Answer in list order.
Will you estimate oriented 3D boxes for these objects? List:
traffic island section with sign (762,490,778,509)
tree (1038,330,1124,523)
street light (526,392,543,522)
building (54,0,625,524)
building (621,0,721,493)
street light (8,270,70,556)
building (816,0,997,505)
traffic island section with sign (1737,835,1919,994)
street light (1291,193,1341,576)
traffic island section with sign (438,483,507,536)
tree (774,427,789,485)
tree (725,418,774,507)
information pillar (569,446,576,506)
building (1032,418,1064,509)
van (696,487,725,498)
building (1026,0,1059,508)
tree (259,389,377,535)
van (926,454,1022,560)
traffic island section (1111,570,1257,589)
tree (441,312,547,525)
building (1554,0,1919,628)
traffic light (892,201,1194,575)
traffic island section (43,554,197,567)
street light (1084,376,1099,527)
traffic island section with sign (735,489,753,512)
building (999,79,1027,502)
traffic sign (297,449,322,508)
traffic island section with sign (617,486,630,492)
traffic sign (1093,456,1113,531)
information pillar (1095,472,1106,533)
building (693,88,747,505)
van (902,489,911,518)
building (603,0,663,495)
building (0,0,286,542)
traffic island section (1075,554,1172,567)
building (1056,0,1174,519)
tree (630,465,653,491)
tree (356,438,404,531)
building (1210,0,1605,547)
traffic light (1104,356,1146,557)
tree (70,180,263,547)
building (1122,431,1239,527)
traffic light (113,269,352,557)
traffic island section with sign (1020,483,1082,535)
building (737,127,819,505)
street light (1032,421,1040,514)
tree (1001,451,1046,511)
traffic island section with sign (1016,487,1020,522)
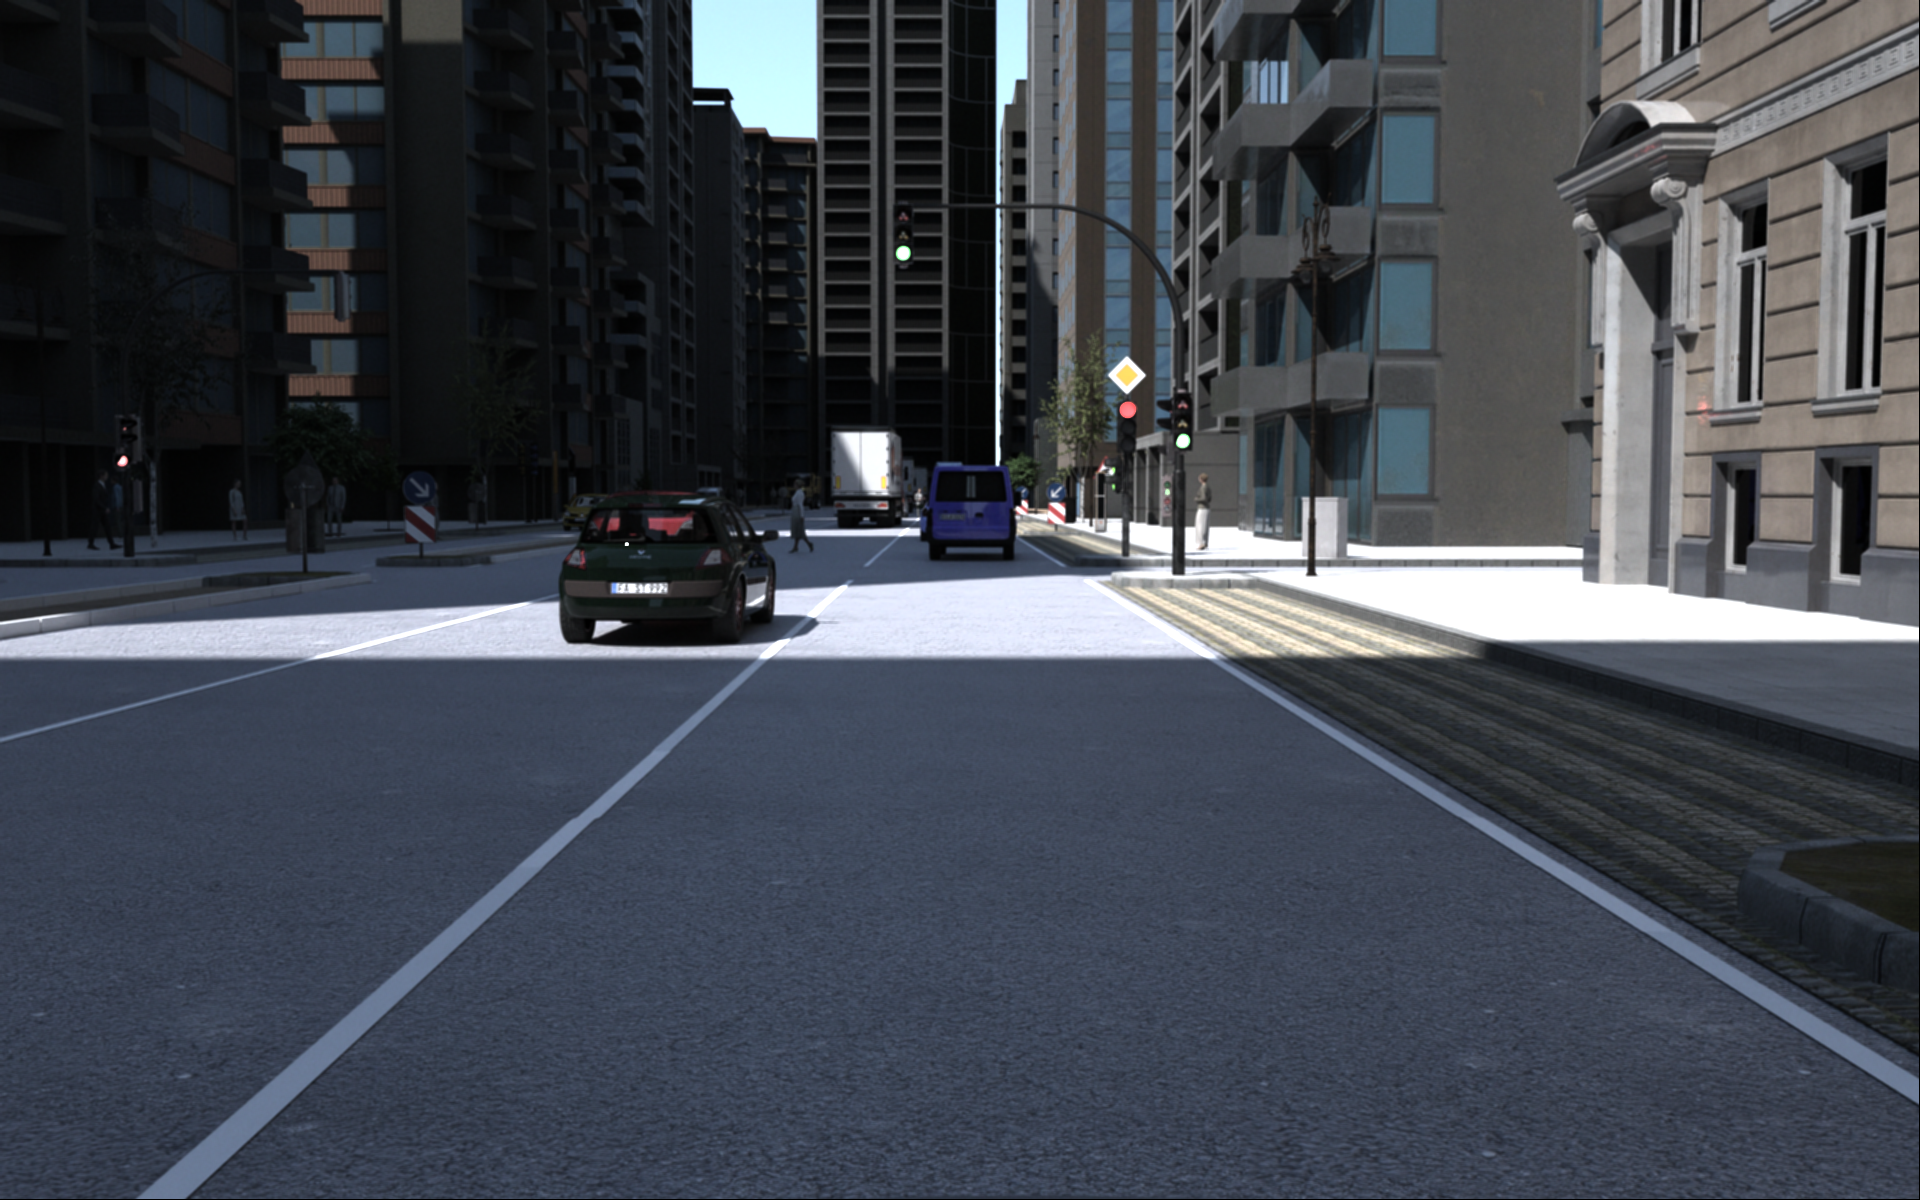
[{"bbox_3d":[-17.636,-9.501,163.975,1.989,1.847,2.006,0,4,0],"label":"traffic island section with sign"},{"bbox_3d":[5.468,-7.767,77.349,4.737,8.622,4.395,0,3,0],"label":"tree"},{"bbox_3d":[-19.237,-6.460,78.405,0.468,5.910,1.993,0,4,0],"label":"street light"},{"bbox_3d":[-30.657,-26.894,94.347,22.147,44.769,28.867,0,4,0],"label":"building"},{"bbox_3d":[-31.856,-43.562,150.497,20.563,71.187,20.611,0,4,0],"label":"building"},{"bbox_3d":[-18.987,-3.857,35.855,0.468,5.910,1.993,0,4,0],"label":"street light"},{"bbox_3d":[-5.979,-46.880,204.744,20.611,71.187,20.563,0,4,0],"label":"building"},{"bbox_3d":[3.652,0.195,5.443,1.989,1.847,2.006,0,4,0],"label":"traffic island section with sign"},{"bbox_3d":[5.508,-3.314,26.971,0.468,5.910,1.993,0,4,0],"label":"street light"},{"bbox_3d":[-16.803,-3.136,59.900,1.989,1.847,2.006,0,4,0],"label":"traffic island section with sign"},{"bbox_3d":[-20.393,-14.531,187.938,4.360,8.622,3.978,0,3,0],"label":"tree"},{"bbox_3d":[-20.656,-13.317,168.097,4.360,8.622,3.978,0,3,0],"label":"tree"},{"bbox_3d":[-18.973,-5.712,84.741,0.504,3.616,0.183,3,5,45],"label":"information pillar"},{"bbox_3d":[17.776,-50.557,139.281,22.319,86.520,31.000,0,4,0],"label":"building"},{"bbox_3d":[-14.670,-5.745,100.946,2.013,2.044,4.112,0,3,0],"label":"van"},{"bbox_3d":[16.989,-38.390,169.681,21.231,58.520,28.212,0,4,0],"label":"building"},{"bbox_3d":[-20.134,-4.319,54.324,4.285,4.588,4.351,0,3,0],"label":"tree"},{"bbox_3d":[0.300,-2.139,39.357,2.240,2.365,5.245,0,4,1],"label":"van"},{"bbox_3d":[3.472,-0.315,27.433,2.009,0.180,2.903,0,4,0],"label":"traffic island section"},{"bbox_3d":[-19.376,-7.383,71.070,4.737,8.622,4.395,0,3,0],"label":"tree"},{"bbox_3d":[15.437,-14.007,14.912,13.634,28.700,20.117,0,4,0],"label":"building"},{"bbox_3d":[1.341,-3.211,27.161,4.771,5.953,1.251,0,4,0],"label":"traffic light"},{"bbox_3d":[-16.932,-0.794,35.262,2.009,0.180,2.903,0,4,0],"label":"traffic island section"},{"bbox_3d":[5.157,-5.820,67.947,0.468,5.910,1.993,0,4,0],"label":"street light"},{"bbox_3d":[-17.420,-7.853,137.020,1.989,1.847,2.006,0,4,0],"label":"traffic island section with sign"},{"bbox_3d":[15.433,-35.639,206.393,21.600,48.544,21.300,0,4,0],"label":"building"},{"bbox_3d":[-18.883,-3.064,50.104,0.884,2.594,0.081,0,4,2],"label":"traffic sign"},{"bbox_3d":[-17.018,-4.821,87.451,1.989,1.847,2.006,0,4,0],"label":"traffic island section with sign"},{"bbox_3d":[4.998,-3.628,59.327,0.884,2.594,0.081,0,4,4],"label":"traffic sign"},{"bbox_3d":[4.682,-3.265,57.883,0.304,2.012,0.304,0,4,-8],"label":"information pillar"},{"bbox_3d":[-29.288,-30.178,177.002,14.086,41.232,14.154,0,4,0],"label":"building"},{"bbox_3d":[-4.022,-5.996,105.049,2.013,2.044,4.112,0,4,1],"label":"van"},{"bbox_3d":[-33.458,-49.638,124.259,22.319,86.520,31.000,0,4,0],"label":"building"},{"bbox_3d":[-34.731,-24.520,55.519,22.147,44.769,28.867,0,4,0],"label":"building"},{"bbox_3d":[3.409,-0.803,35.418,2.009,0.180,2.903,0,4,0],"label":"traffic island section"},{"bbox_3d":[12.808,-27.252,95.676,14.600,45.320,14.200,0,4,0],"label":"building"},{"bbox_3d":[-20.736,-7.346,114.715,1.663,3.219,1.824,0,3,0],"label":"tree"},{"bbox_3d":[-19.858,-4.019,60.309,1.663,3.219,1.824,0,3,0],"label":"tree"},{"bbox_3d":[22.688,-26.333,50.157,30.456,49.044,23.786,0,4,0],"label":"building"},{"bbox_3d":[3.369,-2.837,35.303,0.839,4.253,0.868,0,4,0],"label":"traffic light"},{"bbox_3d":[-19.295,-5.583,41.644,4.360,8.622,3.978,0,3,0],"label":"tree"},{"bbox_3d":[17.997,-38.613,69.569,20.563,71.187,20.611,0,4,0],"label":"building"},{"bbox_3d":[-14.801,-3.701,35.179,4.771,5.953,1.251,0,4,0],"label":"traffic light"},{"bbox_3d":[3.215,-3.173,60.510,1.989,1.847,2.006,0,4,0],"label":"traffic island section with sign"},{"bbox_3d":[-30.974,-33.730,206.107,28.867,44.769,22.147,0,4,0],"label":"building"},{"bbox_3d":[4.822,-8.377,109.759,0.468,5.910,1.993,0,4,0],"label":"street light"},{"bbox_3d":[4.877,-9.091,132.357,4.285,4.588,4.351,0,3,0],"label":"tree"},{"bbox_3d":[3.000,-4.852,87.959,1.989,1.847,2.006,0,4,0],"label":"traffic island section with sign"}]
